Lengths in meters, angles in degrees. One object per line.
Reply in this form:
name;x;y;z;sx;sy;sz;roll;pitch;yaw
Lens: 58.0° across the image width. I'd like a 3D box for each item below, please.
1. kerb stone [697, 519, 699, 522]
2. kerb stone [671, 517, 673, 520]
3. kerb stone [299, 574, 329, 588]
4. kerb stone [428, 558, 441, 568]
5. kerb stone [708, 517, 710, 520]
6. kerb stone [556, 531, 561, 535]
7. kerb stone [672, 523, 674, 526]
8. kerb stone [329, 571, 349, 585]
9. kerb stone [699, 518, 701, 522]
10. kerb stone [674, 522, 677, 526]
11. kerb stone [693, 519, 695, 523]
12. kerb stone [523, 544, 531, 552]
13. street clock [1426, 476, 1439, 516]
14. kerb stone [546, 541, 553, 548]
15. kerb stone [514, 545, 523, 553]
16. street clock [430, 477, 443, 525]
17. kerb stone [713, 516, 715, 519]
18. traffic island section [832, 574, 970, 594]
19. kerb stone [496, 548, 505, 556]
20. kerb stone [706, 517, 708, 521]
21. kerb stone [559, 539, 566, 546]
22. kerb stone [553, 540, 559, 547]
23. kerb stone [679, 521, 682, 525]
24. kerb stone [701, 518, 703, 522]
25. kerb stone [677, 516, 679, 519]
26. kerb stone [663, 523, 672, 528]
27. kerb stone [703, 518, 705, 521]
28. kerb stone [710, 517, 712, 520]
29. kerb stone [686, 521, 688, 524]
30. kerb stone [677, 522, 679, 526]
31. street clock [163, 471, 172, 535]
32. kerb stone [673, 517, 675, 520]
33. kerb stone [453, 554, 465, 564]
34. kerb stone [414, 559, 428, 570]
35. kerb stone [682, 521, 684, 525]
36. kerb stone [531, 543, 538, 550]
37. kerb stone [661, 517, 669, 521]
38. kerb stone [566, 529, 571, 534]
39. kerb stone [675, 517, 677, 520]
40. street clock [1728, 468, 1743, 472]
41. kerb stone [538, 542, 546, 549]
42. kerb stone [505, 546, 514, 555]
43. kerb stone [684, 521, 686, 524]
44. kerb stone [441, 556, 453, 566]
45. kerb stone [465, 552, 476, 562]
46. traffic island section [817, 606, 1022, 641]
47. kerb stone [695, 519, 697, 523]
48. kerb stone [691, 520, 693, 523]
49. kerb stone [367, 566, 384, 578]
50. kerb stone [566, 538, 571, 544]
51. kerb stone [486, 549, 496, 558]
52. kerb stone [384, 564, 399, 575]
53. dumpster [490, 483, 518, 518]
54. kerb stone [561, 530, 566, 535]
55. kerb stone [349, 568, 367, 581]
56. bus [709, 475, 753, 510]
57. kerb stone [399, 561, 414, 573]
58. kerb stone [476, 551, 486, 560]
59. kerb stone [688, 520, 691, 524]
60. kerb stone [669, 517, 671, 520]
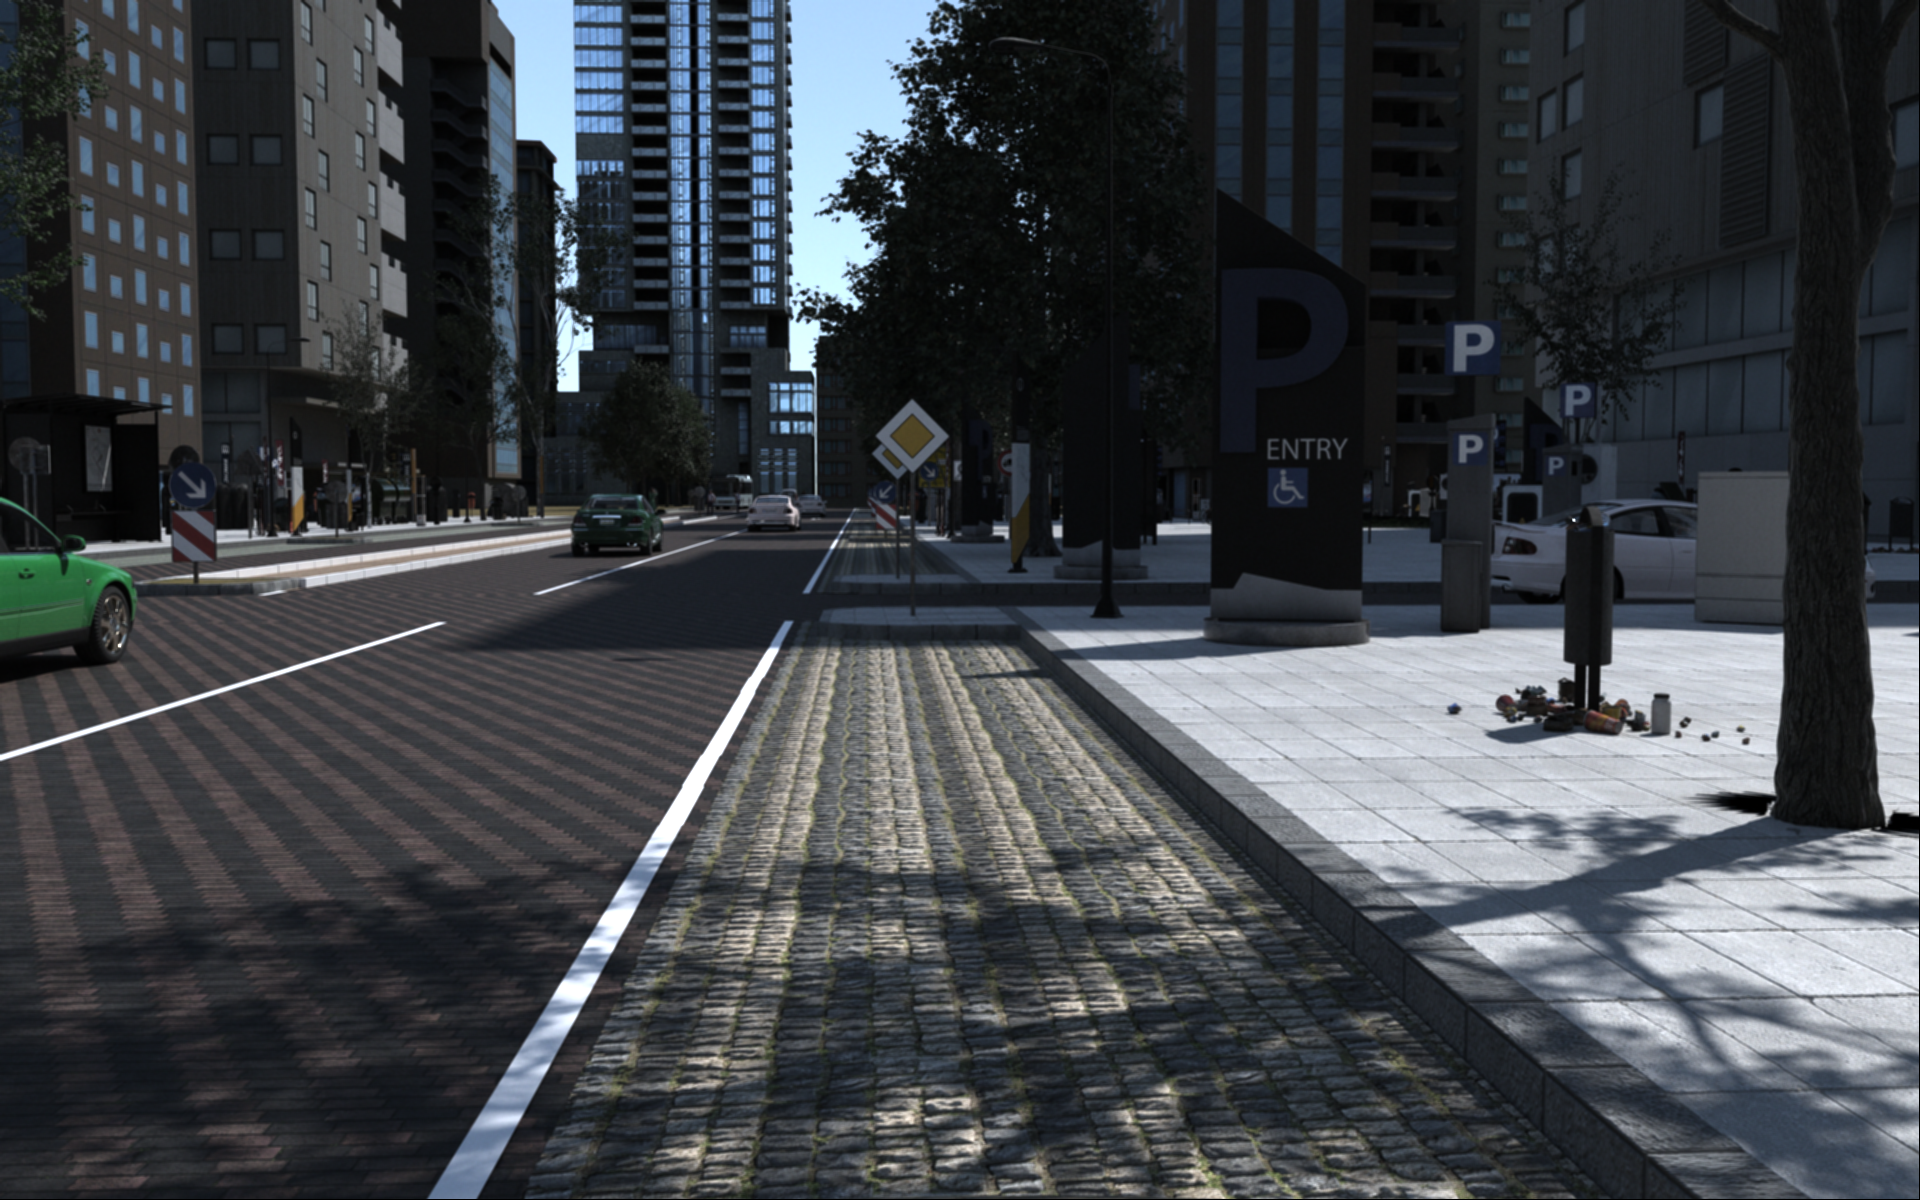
kerb stone;-13.365;-3.972;87.136;0.120;0.150;1.000;0;4;-3
kerb stone;-15.864;-4.405;94.223;0.120;0.150;1.000;0;4;-3
kerb stone;-10.016;-0.281;26.787;0.120;0.150;1.000;0;4;-3
kerb stone;-10.403;-0.718;33.943;0.120;0.150;1.000;0;4;-3
kerb stone;-13.709;-4.347;93.275;0.120;0.150;1.000;0;4;-3
kerb stone;-13.929;-2.278;59.437;0.120;0.150;1.000;0;4;-3
kerb stone;-12.736;-3.280;75.876;0.120;0.150;1.000;0;4;-3
kerb stone;-10.066;-0.343;27.808;0.120;0.150;1.000;0;4;-3
kerb stone;-13.428;-4.034;88.156;0.120;0.150;1.000;0;4;-3
kerb stone;-12.800;-3.346;76.896;0.120;0.150;1.000;0;4;-3
kerb stone;-13.259;-3.842;85.088;0.120;0.150;1.000;0;4;-3
kerb stone;-10.913;-1.282;43.158;0.120;0.150;1.000;0;4;-3
street clock;18.637;-3.901;68.349;0.471;2.002;0.358;3;5;41
kerb stone;-11.094;-1.470;46.226;0.120;0.150;1.000;0;4;-3
kerb stone;-10.859;-1.220;42.136;0.120;0.150;1.000;0;4;-3
street clock;-21.893;-4.151;72.432;0.471;2.002;0.358;0;4;0
kerb stone;-13.874;-4.535;96.340;0.120;0.150;1.000;0;4;-3
traffic island section;-0.920;-0.242;26.245;2.009;0.180;2.903;0;4;-3
kerb stone;-10.757;-1.092;40.094;0.120;0.150;1.000;0;4;-3
kerb stone;-13.653;-4.284;92.251;0.120;0.150;1.000;0;4;-3
kerb stone;-11.207;-1.595;48.268;0.120;0.150;1.000;0;4;-3
kerb stone;-11.147;-1.532;47.247;0.120;0.150;1.000;0;4;-3
kerb stone;-12.913;-3.471;78.945;0.120;0.150;1.000;0;4;-3
kerb stone;-13.488;-4.097;89.182;0.120;0.150;1.000;0;4;-3
kerb stone;-16.027;-4.594;97.299;0.120;0.150;1.000;0;4;-3
kerb stone;-12.684;-3.221;74.853;0.120;0.150;1.000;0;4;-3
kerb stone;-13.542;-4.160;90.205;0.120;0.150;1.000;0;4;-3
kerb stone;-13.765;-4.410;94.299;0.120;0.150;1.000;0;4;-3
kerb stone;-13.087;-3.658;82.007;0.120;0.150;1.000;0;4;-3
kerb stone;-12.860;-3.401;77.925;0.120;0.150;1.000;0;4;-3
street clock;-24.970;-3.062;54.640;0.358;2.002;0.471;-1;4;-14
kerb stone;-15.926;-4.468;95.244;0.120;0.150;1.000;0;4;-3
kerb stone;-10.520;-0.844;35.997;0.120;0.150;1.000;0;4;-3
kerb stone;-10.354;-0.656;32.922;0.120;0.150;1.000;0;4;-3
kerb stone;-12.969;-3.532;79.966;0.120;0.150;1.000;0;4;-3
kerb stone;-10.977;-1.341;44.180;0.120;0.150;1.000;0;4;-3
kerb stone;-15.748;-4.280;92.178;0.120;0.150;1.000;0;4;-3
kerb stone;-14.043;-2.399;61.480;0.120;0.150;1.000;0;4;-3
kerb stone;-15.976;-4.526;96.275;0.120;0.150;1.000;0;4;-3
street clock;21.479;-2.658;48.025;0.471;2.002;0.358;2;4;30
kerb stone;-11.031;-1.407;45.206;0.120;0.150;1.000;0;4;-3
kerb stone;-10.809;-1.157;41.115;0.120;0.150;1.000;0;4;-3
kerb stone;-13.028;-3.591;80.987;0.120;0.150;1.000;0;4;-3
kerb stone;-10.464;-0.776;34.964;0.120;0.150;1.000;0;4;-3
kerb stone;-10.578;-0.907;37.018;0.120;0.150;1.000;0;4;-3
traffic island section;-0.477;0.245;18.273;2.009;0.180;2.903;0;4;-3
kerb stone;-13.310;-3.909;86.111;0.120;0.150;1.000;0;4;-3
kerb stone;-13.192;-3.776;84.055;0.120;0.150;1.000;0;4;-3
kerb stone;-10.178;-0.467;29.850;0.120;0.150;1.000;0;4;-3
kerb stone;-11.260;-1.656;49.292;0.120;0.150;1.000;0;4;-3
kerb stone;-10.696;-1.032;39.073;0.120;0.150;1.000;0;4;-3
kerb stone;-10.242;-0.531;30.870;0.120;0.150;1.000;0;4;-3
dumpster;-24.284;-5.306;92.507;1.264;1.857;1.865;0;4;-3
kerb stone;-13.984;-2.340;60.458;0.120;0.150;1.000;0;4;-3
kerb stone;-10.124;-0.402;28.830;0.120;0.150;1.000;0;4;-3
bus;-21.485;-10.303;163.308;2.948;3.499;13.247;0;4;-1
kerb stone;-10.298;-0.583;31.894;0.120;0.150;1.000;0;4;-3
kerb stone;-10.635;-0.969;38.043;0.120;0.150;1.000;0;4;-3
kerb stone;-13.142;-3.720;83.028;0.120;0.150;1.000;0;4;-3
kerb stone;-15.802;-4.343;93.203;0.120;0.150;1.000;0;4;-3
